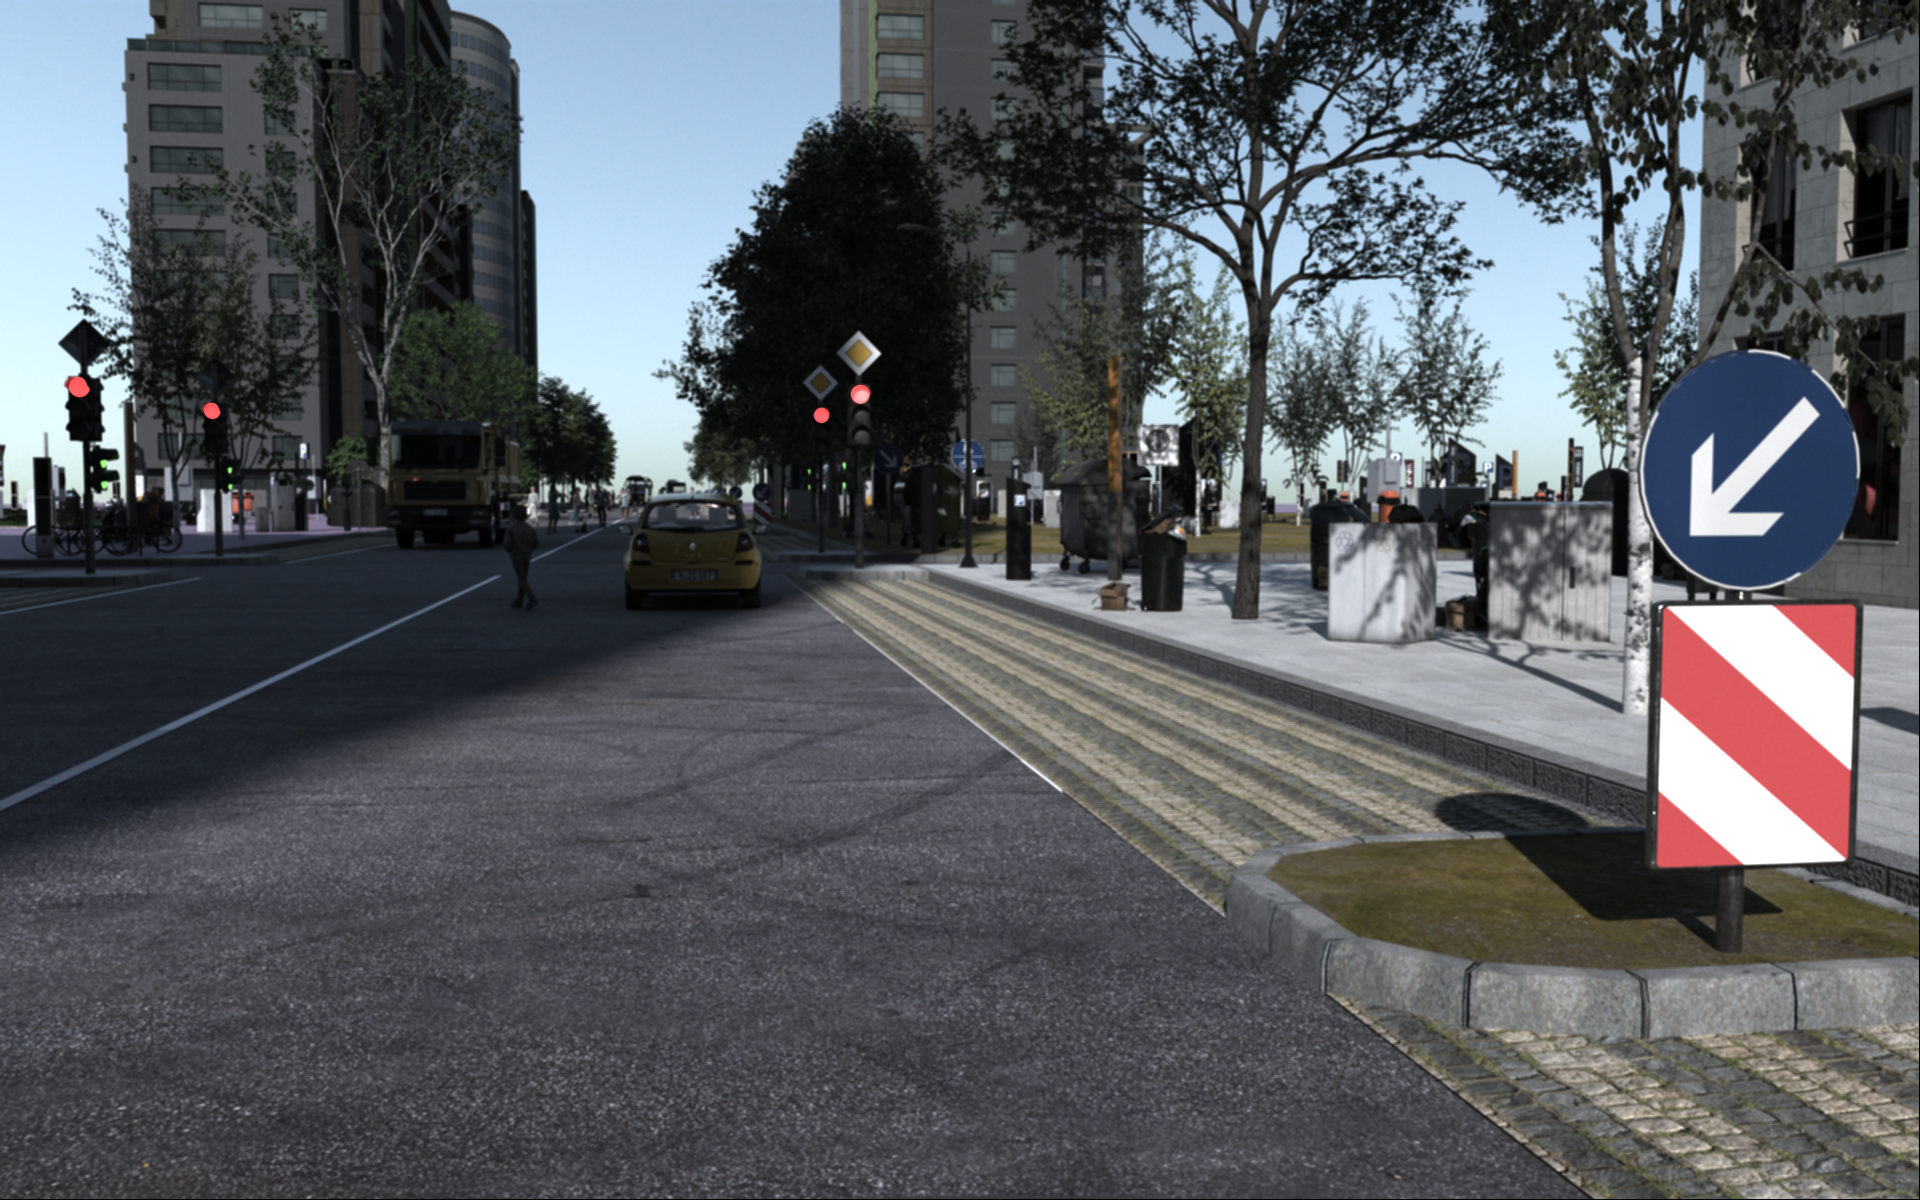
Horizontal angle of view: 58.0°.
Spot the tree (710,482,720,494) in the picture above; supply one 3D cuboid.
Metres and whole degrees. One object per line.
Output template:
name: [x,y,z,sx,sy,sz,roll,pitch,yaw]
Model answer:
tree: [-34.248,-15.296,244.687,1.663,3.219,1.824,0,3,0]

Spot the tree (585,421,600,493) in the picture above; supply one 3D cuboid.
tree: [-31.923,-11.891,120.167,9.928,11.665,9.643,0,3,0]

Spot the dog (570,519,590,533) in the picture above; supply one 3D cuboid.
dog: [-14.055,-2.680,64.016,0.748,0.427,0.550,-1,4,-13]

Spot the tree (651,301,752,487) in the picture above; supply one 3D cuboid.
tree: [-23.856,-19.315,171.681,12.611,20.169,13.585,0,3,0]

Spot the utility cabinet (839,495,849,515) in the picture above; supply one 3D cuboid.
utility cabinet: [-7.054,-5.814,106.215,1.020,1.237,0.306,-3,5,-42]

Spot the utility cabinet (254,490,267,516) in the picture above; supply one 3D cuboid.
utility cabinet: [-40.333,-5.546,99.357,0.318,1.500,1.173,2,4,28]

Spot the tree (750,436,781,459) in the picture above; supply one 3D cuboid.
tree: [-11.572,-9.722,109.313,4.737,8.622,4.395,0,3,0]

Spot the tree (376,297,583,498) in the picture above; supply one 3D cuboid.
tree: [-26.801,-10.090,90.722,9.928,11.665,9.643,0,3,0]

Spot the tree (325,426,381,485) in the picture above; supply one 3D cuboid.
tree: [-28.914,-6.119,83.765,4.285,4.588,4.351,0,3,0]

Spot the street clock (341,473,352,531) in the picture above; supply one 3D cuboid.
street clock: [-21.288,-3.399,60.142,0.358,2.002,0.471,0,4,-6]

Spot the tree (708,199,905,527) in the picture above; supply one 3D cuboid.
tree: [-4.999,-9.825,67.294,9.857,13.997,8.962,0,3,0]

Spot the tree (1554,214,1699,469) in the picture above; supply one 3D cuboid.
tree: [18.280,-5.816,45.453,4.737,8.622,4.395,0,3,0]

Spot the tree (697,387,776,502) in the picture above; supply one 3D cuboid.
tree: [-13.811,-11.239,118.168,8.767,10.594,7.601,0,4,-4]

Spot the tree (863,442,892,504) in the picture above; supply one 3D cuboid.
tree: [-5.127,-8.886,95.644,4.360,8.622,3.978,0,3,0]

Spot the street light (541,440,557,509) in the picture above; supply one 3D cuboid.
street light: [-35.121,-10.733,148.024,1.470,5.913,1.316,-1,4,-9]

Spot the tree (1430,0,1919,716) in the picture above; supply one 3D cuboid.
tree: [3.897,-3.623,9.592,4.360,8.622,3.978,0,3,0]

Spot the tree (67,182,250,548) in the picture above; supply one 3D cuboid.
tree: [-18.734,-5.546,41.043,4.360,8.622,3.978,0,3,0]

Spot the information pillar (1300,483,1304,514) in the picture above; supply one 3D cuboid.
information pillar: [22.107,-6.576,112.008,0.304,2.012,0.304,0,4,8]

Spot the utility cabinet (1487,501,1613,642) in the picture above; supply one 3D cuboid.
utility cabinet: [5.198,-0.252,15.278,1.020,1.237,0.306,1,4,19]

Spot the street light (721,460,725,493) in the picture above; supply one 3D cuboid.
street light: [-20.039,-10.903,150.802,1.470,5.913,1.316,-1,4,-9]

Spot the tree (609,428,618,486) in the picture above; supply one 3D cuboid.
tree: [-54.189,-20.770,257.709,7.486,12.596,7.792,0,3,0]

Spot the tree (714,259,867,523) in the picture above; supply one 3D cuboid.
tree: [-6.957,-9.749,77.525,7.486,12.596,7.792,0,3,0]

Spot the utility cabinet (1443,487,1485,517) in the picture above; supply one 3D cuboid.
utility cabinet: [15.074,-2.640,51.836,1.173,1.500,0.318,0,4,2]

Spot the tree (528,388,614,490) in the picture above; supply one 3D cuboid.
tree: [-46.232,-18.336,206.444,9.857,13.997,8.962,0,3,0]

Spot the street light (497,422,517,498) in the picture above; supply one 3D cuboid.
street light: [-29.142,-8.486,111.284,1.470,5.913,1.316,-1,4,-9]

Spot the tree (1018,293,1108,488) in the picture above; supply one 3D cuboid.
tree: [4.482,-6.862,62.561,4.737,8.622,4.395,0,3,0]

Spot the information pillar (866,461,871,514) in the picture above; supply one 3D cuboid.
information pillar: [-5.805,-7.246,109.823,0.183,3.616,0.504,-3,5,-40]

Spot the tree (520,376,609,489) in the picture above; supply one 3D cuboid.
tree: [-38.965,-15.250,167.460,7.486,12.596,7.792,0,3,0]

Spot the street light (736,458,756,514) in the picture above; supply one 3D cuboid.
street light: [-13.990,-8.636,113.734,1.470,5.913,1.316,-1,4,-9]

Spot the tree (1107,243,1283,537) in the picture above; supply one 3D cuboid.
tree: [7.366,-6.195,51.657,4.737,8.622,4.395,0,3,0]

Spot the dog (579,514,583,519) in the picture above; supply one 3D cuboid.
dog: [-19.796,-4.257,89.791,0.748,0.427,0.550,-1,4,-10]

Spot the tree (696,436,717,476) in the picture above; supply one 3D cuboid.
tree: [-35.847,-20.247,256.789,9.928,11.665,9.643,0,3,0]

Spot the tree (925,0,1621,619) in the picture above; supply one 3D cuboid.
tree: [3.277,-5.085,17.559,7.601,10.594,8.767,-1,4,-13]

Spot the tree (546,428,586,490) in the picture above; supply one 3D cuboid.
tree: [-40.404,-13.844,176.716,4.360,8.622,3.978,0,3,0]

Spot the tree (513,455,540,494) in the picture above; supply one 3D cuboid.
tree: [-35.899,-9.662,141.688,4.285,4.588,4.351,0,3,0]

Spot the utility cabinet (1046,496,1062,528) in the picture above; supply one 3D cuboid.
utility cabinet: [3.752,-3.375,66.344,0.306,1.237,1.020,-3,5,-44]

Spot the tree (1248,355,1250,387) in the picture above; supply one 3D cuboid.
tree: [13.507,-7.284,69.463,4.360,8.622,3.978,0,3,0]

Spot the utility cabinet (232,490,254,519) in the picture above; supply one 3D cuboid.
utility cabinet: [-36.449,-4.838,87.784,1.173,1.500,0.318,2,4,30]

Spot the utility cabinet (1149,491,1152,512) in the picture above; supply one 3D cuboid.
utility cabinet: [12.295,-6.446,114.069,1.173,1.500,0.318,-3,4,-38]

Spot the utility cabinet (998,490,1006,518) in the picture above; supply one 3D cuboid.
utility cabinet: [2.588,-5.058,91.374,1.173,1.500,0.318,2,4,29]

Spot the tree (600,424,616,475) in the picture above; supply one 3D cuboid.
tree: [-50.510,-18.975,235.993,9.928,11.665,9.643,0,3,0]

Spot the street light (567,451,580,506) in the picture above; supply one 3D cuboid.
street light: [-41.295,-12.987,184.882,1.470,5.913,1.316,-1,4,-9]

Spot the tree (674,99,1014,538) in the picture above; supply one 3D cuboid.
tree: [-3.073,-8.177,50.697,9.611,12.733,9.660,0,3,0]

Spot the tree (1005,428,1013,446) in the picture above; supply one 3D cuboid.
tree: [5.062,-9.857,111.520,4.360,8.622,3.978,0,3,0]

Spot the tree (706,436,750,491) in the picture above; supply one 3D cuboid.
tree: [-20.117,-12.505,154.813,4.360,8.622,3.978,0,3,0]

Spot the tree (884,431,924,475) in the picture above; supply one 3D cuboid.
tree: [-3.546,-9.864,111.642,4.737,8.622,4.395,0,3,0]

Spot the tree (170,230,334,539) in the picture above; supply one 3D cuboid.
tree: [-20.103,-6.007,48.570,4.737,8.622,4.395,0,3,0]

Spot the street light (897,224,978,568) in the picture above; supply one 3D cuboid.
street light: [-0.385,-3.516,30.035,1.470,5.913,1.316,-1,4,-9]

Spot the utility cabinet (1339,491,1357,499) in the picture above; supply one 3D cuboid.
utility cabinet: [24.688,-6.211,110.228,0.318,1.500,1.173,-3,5,-41]

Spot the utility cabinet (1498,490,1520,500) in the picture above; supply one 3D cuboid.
utility cabinet: [30.521,-5.364,96.383,1.173,1.500,0.318,0,4,1]

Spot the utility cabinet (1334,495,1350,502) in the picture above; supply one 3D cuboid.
utility cabinet: [21.748,-5.329,98.294,1.020,1.237,0.306,-1,4,-14]

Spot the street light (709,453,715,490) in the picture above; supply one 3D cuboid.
street light: [-27.545,-13.682,196.242,1.470,5.913,1.316,-1,4,-9]

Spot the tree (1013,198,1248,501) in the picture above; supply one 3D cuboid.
tree: [3.990,-5.583,41.653,4.360,8.622,3.978,0,3,0]

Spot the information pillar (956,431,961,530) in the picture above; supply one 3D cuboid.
information pillar: [-0.058,-4.321,62.007,0.183,3.616,0.504,-1,4,-13]

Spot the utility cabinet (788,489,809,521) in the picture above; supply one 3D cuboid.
utility cabinet: [-7.613,-4.535,82.830,1.173,1.500,0.318,-1,4,-14]

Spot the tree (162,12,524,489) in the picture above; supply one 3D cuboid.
tree: [-24.712,-13.102,70.112,12.611,20.169,13.585,0,3,0]

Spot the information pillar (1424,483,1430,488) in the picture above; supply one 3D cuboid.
information pillar: [31.406,-6.858,116.617,0.304,2.012,0.304,0,4,-5]
